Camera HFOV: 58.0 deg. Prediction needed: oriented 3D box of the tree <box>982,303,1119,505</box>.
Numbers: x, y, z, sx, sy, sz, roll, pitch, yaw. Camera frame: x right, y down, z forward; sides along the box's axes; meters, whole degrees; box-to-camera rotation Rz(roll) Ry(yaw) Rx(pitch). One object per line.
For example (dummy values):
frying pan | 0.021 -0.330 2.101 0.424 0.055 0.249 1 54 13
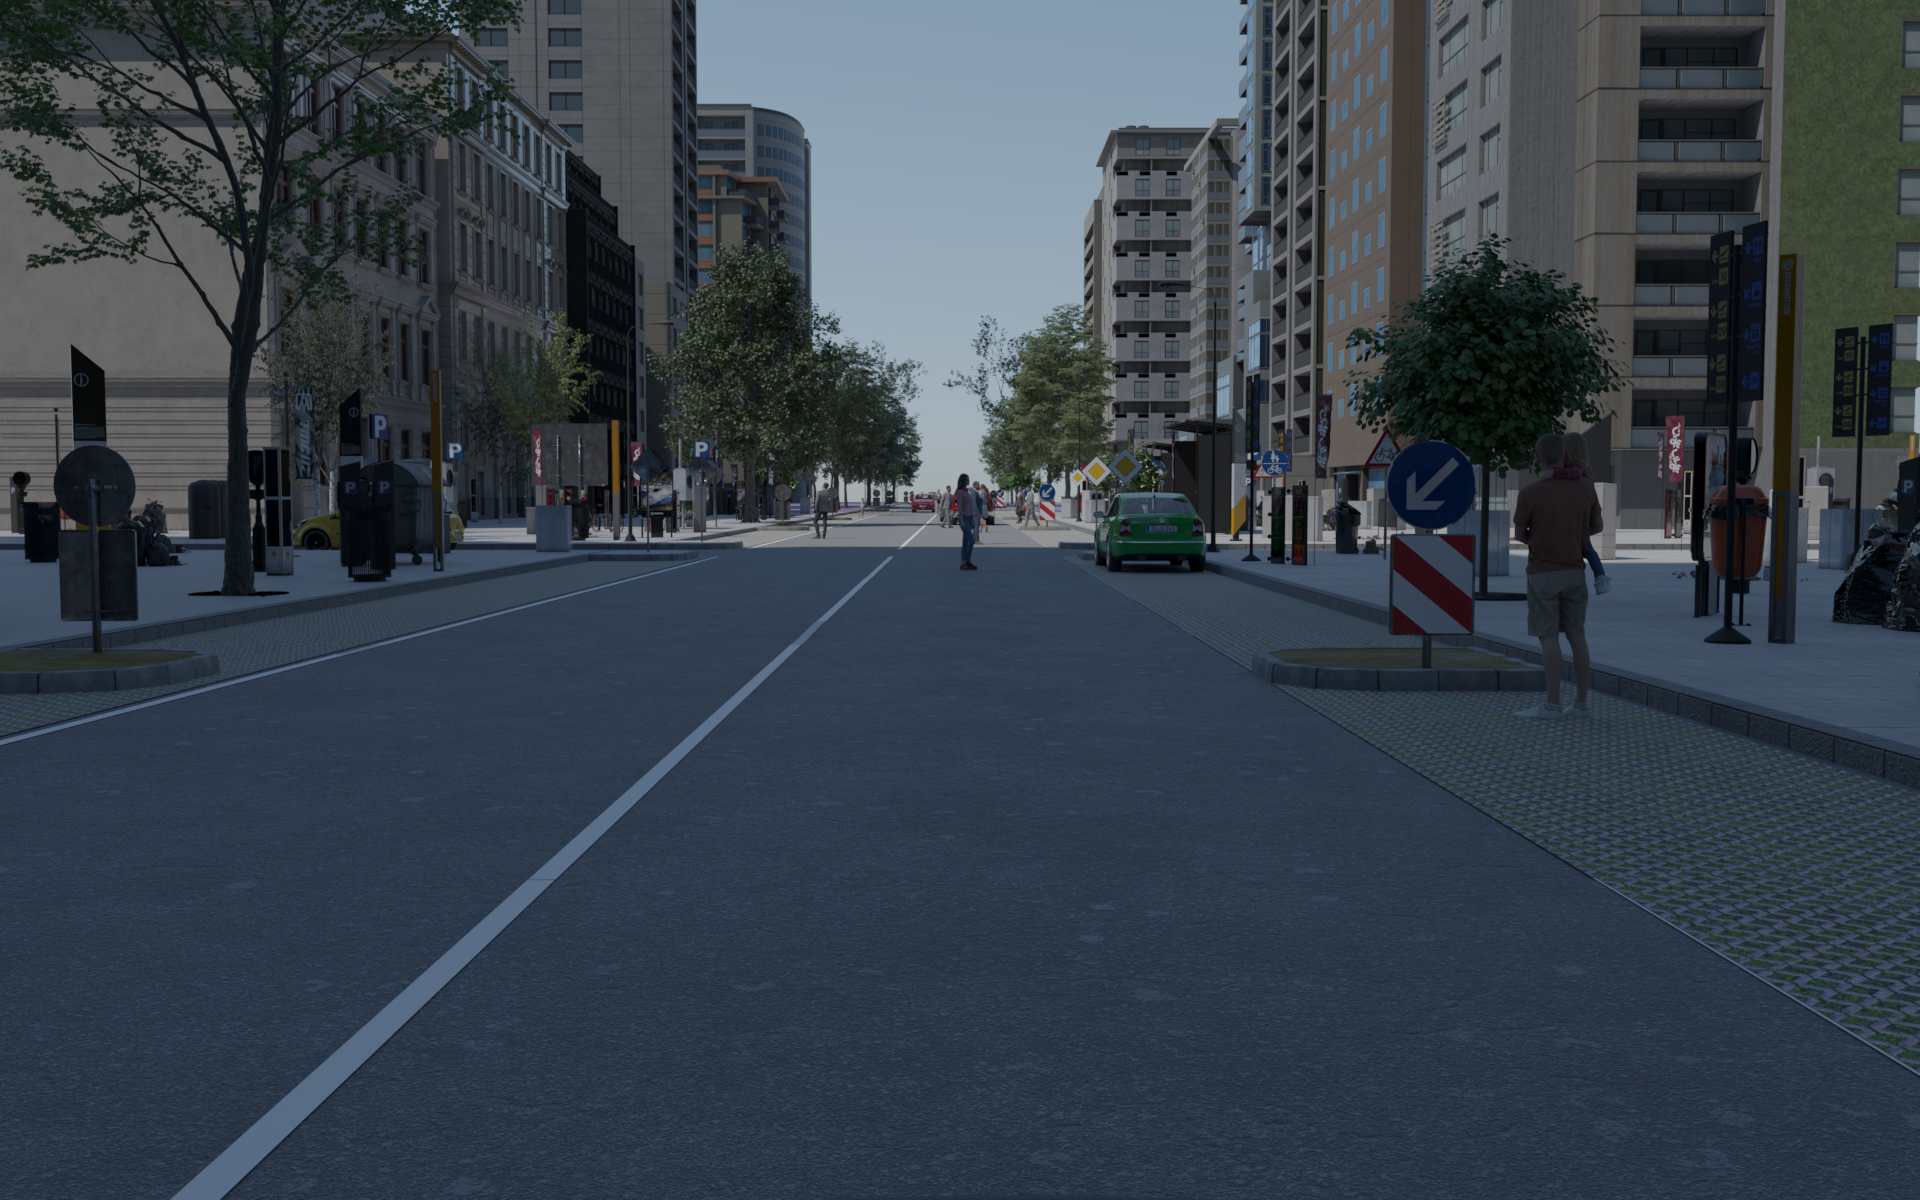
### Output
tree | 6.108 -11.336 103.476 7.486 12.596 7.792 0 3 0

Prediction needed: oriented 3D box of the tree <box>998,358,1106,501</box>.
tree | 6.222 -11.028 114.716 8.767 10.594 7.601 3 5 43

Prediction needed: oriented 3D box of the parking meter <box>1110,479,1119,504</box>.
parking meter | 5.823 -3.641 65.245 0.255 1.863 0.399 2 4 25

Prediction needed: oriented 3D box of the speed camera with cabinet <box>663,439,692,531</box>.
speed camera with cabinet | -10.200 -4.125 61.781 0.660 3.252 2.038 2 4 25

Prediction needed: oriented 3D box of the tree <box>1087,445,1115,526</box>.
tree | 5.856 -4.542 68.855 1.663 3.219 1.824 0 3 0

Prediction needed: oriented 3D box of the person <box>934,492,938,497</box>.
person | -2.967 -13.558 230.997 1.217 1.723 0.721 0 4 -6

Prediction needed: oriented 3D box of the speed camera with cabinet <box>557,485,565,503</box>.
speed camera with cabinet | -20.880 -5.869 90.289 0.660 3.252 2.038 2 4 33

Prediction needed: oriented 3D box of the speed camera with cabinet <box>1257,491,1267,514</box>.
speed camera with cabinet | 14.363 -5.663 86.928 2.038 3.252 0.660 0 4 6

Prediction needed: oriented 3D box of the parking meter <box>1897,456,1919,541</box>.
parking meter | 14.779 -1.295 26.876 0.255 1.863 0.399 -1 4 -21

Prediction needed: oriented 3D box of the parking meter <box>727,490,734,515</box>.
parking meter | -14.063 -5.974 106.083 0.372 1.533 0.369 0 3 0

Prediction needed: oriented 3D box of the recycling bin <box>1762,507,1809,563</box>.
recycling bin | 15.372 -1.218 32.463 0.722 1.027 0.722 0 4 -4

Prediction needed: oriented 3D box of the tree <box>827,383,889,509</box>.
tree | -10.098 -13.928 153.470 9.928 11.665 9.643 0 3 0

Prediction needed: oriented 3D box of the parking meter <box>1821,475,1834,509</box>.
parking meter | 27.117 -2.965 54.183 0.399 1.863 0.255 -3 5 -39

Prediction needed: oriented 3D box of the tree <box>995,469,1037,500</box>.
tree | 5.770 -11.170 166.349 4.285 4.588 4.351 0 3 0

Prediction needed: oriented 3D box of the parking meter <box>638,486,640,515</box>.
parking meter | -19.260 -6.003 103.862 0.399 1.863 0.255 1 4 17

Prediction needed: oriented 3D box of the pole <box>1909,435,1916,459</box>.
pole | 32.878 -4.036 59.835 0.158 3.312 0.155 0 3 0

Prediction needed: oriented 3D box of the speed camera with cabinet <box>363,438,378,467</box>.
speed camera with cabinet | -15.962 -3.162 46.033 0.660 3.252 2.038 -2 4 -30

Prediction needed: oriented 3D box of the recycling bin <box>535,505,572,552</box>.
recycling bin | -9.062 -1.596 38.655 0.722 1.027 0.722 0 4 -7

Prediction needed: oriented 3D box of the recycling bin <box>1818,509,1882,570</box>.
recycling bin | 15.210 -1.043 29.603 0.722 1.027 0.722 0 4 -5

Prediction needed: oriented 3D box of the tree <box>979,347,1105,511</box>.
tree | 6.651 -13.024 129.946 9.611 12.733 9.660 0 3 0

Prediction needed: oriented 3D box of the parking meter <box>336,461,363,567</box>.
parking meter | -10.796 -1.523 30.620 0.399 1.863 0.255 -2 4 -25

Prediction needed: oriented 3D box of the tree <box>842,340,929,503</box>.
tree | -10.459 -22.018 215.890 12.611 20.169 13.585 0 3 0

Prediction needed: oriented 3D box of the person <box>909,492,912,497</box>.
person | -6.936 -14.555 247.201 0.721 1.743 1.217 2 4 34

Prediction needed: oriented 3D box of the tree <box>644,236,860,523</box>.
tree | -9.315 -9.790 77.072 9.611 12.733 9.660 0 3 0

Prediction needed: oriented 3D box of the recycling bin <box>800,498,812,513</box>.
recycling bin | -10.216 -6.249 114.730 0.722 1.027 0.722 0 4 -1

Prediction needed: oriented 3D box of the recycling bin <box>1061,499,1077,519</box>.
recycling bin | 5.817 -4.802 91.068 0.722 1.027 0.722 -3 5 -40

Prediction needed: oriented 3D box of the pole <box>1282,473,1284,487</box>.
pole | 19.242 -6.699 103.378 0.158 3.312 0.155 0 3 0

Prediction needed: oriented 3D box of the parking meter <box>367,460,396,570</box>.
parking meter | -9.820 -1.449 29.397 0.399 1.863 0.255 -3 4 -38

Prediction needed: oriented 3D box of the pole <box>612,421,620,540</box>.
pole | -9.548 -3.318 48.093 0.158 3.312 0.155 0 3 0

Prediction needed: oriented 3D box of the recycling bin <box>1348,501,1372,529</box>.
recycling bin | 14.576 -3.094 63.140 0.722 1.027 0.722 2 4 26

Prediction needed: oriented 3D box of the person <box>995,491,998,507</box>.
person | 3.698 -10.425 179.626 1.217 1.739 0.721 -2 4 -24

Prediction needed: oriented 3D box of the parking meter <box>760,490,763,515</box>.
parking meter | -12.064 -5.983 106.232 0.372 1.533 0.369 0 3 0

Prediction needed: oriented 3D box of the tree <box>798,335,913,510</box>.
tree | -9.816 -14.192 138.688 9.857 13.997 8.962 0 3 0

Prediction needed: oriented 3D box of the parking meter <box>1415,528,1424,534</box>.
parking meter | 14.625 -3.013 54.975 0.399 1.863 0.255 1 4 23

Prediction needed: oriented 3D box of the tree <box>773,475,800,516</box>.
tree | -10.101 -6.426 99.671 1.663 3.219 1.824 0 3 0

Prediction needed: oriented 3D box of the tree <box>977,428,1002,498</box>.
tree | 6.213 -20.932 267.986 9.928 11.665 9.643 0 3 0

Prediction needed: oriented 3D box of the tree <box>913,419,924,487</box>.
tree | -10.251 -17.469 192.277 9.857 13.997 8.962 0 3 0

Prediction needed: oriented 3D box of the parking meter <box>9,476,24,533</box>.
parking meter | -30.903 -3.123 56.780 0.399 1.863 0.255 2 4 26

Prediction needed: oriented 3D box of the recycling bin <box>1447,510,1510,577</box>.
recycling bin | 8.161 -0.900 27.277 0.722 1.027 0.722 -3 5 -39

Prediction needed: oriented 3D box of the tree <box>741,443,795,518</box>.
tree | -10.110 -6.677 92.883 4.285 4.588 4.351 0 3 0

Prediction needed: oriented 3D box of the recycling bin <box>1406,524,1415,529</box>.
recycling bin | 16.577 -3.153 64.109 0.722 1.027 0.722 2 4 23

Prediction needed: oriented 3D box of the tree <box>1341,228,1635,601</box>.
tree | 6.548 -2.298 21.285 4.285 4.588 4.351 0 3 0

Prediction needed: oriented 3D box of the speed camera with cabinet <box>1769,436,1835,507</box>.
speed camera with cabinet | 28.656 -3.951 58.927 2.038 3.252 0.660 0 4 -8

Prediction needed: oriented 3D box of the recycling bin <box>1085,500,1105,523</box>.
recycling bin | 5.961 -3.906 76.412 0.722 1.027 0.722 -1 4 -14

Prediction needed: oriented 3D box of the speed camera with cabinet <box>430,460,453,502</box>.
speed camera with cabinet | -14.799 -3.322 48.657 0.660 3.252 2.038 0 3 0

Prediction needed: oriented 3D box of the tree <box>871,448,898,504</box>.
tree | -10.224 -17.004 228.382 4.360 8.622 3.978 0 3 0

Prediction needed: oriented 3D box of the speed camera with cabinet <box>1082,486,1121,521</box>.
speed camera with cabinet | 6.772 -5.405 82.707 2.038 3.252 0.660 -3 4 -37

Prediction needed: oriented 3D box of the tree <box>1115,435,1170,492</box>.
tree | 6.093 -3.819 57.035 1.663 3.219 1.824 0 3 0

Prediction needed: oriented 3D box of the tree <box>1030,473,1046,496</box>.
tree | 6.486 -9.262 146.043 1.663 3.219 1.824 0 3 0

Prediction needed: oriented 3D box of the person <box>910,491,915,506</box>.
person | -5.609 -12.058 205.653 0.705 1.823 1.348 3 4 36

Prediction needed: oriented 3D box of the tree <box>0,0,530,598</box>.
tree | -8.973 -5.863 21.609 9.928 11.665 9.643 0 3 0

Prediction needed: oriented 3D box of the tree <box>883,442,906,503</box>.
tree | -9.179 -17.744 240.476 4.737 8.622 4.395 0 3 0

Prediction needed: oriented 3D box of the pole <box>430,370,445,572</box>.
pole | -8.649 -2.129 28.649 0.158 3.312 0.155 0 3 0

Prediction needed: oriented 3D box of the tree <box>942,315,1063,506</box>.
tree | 4.979 -20.061 183.885 12.611 20.169 13.585 0 3 0

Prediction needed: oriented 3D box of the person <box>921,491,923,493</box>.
person | -5.455 -14.620 247.552 0.705 1.822 1.348 -1 4 -9

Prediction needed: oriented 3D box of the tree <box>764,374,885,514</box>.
tree | -9.659 -11.873 128.537 8.767 10.594 7.601 0 4 1

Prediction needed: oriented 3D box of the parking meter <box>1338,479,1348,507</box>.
parking meter | 14.622 -3.698 66.181 0.255 1.863 0.399 -1 4 -17

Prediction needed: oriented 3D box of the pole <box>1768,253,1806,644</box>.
pole | 7.079 -1.283 14.828 0.158 3.312 0.155 0 3 0
